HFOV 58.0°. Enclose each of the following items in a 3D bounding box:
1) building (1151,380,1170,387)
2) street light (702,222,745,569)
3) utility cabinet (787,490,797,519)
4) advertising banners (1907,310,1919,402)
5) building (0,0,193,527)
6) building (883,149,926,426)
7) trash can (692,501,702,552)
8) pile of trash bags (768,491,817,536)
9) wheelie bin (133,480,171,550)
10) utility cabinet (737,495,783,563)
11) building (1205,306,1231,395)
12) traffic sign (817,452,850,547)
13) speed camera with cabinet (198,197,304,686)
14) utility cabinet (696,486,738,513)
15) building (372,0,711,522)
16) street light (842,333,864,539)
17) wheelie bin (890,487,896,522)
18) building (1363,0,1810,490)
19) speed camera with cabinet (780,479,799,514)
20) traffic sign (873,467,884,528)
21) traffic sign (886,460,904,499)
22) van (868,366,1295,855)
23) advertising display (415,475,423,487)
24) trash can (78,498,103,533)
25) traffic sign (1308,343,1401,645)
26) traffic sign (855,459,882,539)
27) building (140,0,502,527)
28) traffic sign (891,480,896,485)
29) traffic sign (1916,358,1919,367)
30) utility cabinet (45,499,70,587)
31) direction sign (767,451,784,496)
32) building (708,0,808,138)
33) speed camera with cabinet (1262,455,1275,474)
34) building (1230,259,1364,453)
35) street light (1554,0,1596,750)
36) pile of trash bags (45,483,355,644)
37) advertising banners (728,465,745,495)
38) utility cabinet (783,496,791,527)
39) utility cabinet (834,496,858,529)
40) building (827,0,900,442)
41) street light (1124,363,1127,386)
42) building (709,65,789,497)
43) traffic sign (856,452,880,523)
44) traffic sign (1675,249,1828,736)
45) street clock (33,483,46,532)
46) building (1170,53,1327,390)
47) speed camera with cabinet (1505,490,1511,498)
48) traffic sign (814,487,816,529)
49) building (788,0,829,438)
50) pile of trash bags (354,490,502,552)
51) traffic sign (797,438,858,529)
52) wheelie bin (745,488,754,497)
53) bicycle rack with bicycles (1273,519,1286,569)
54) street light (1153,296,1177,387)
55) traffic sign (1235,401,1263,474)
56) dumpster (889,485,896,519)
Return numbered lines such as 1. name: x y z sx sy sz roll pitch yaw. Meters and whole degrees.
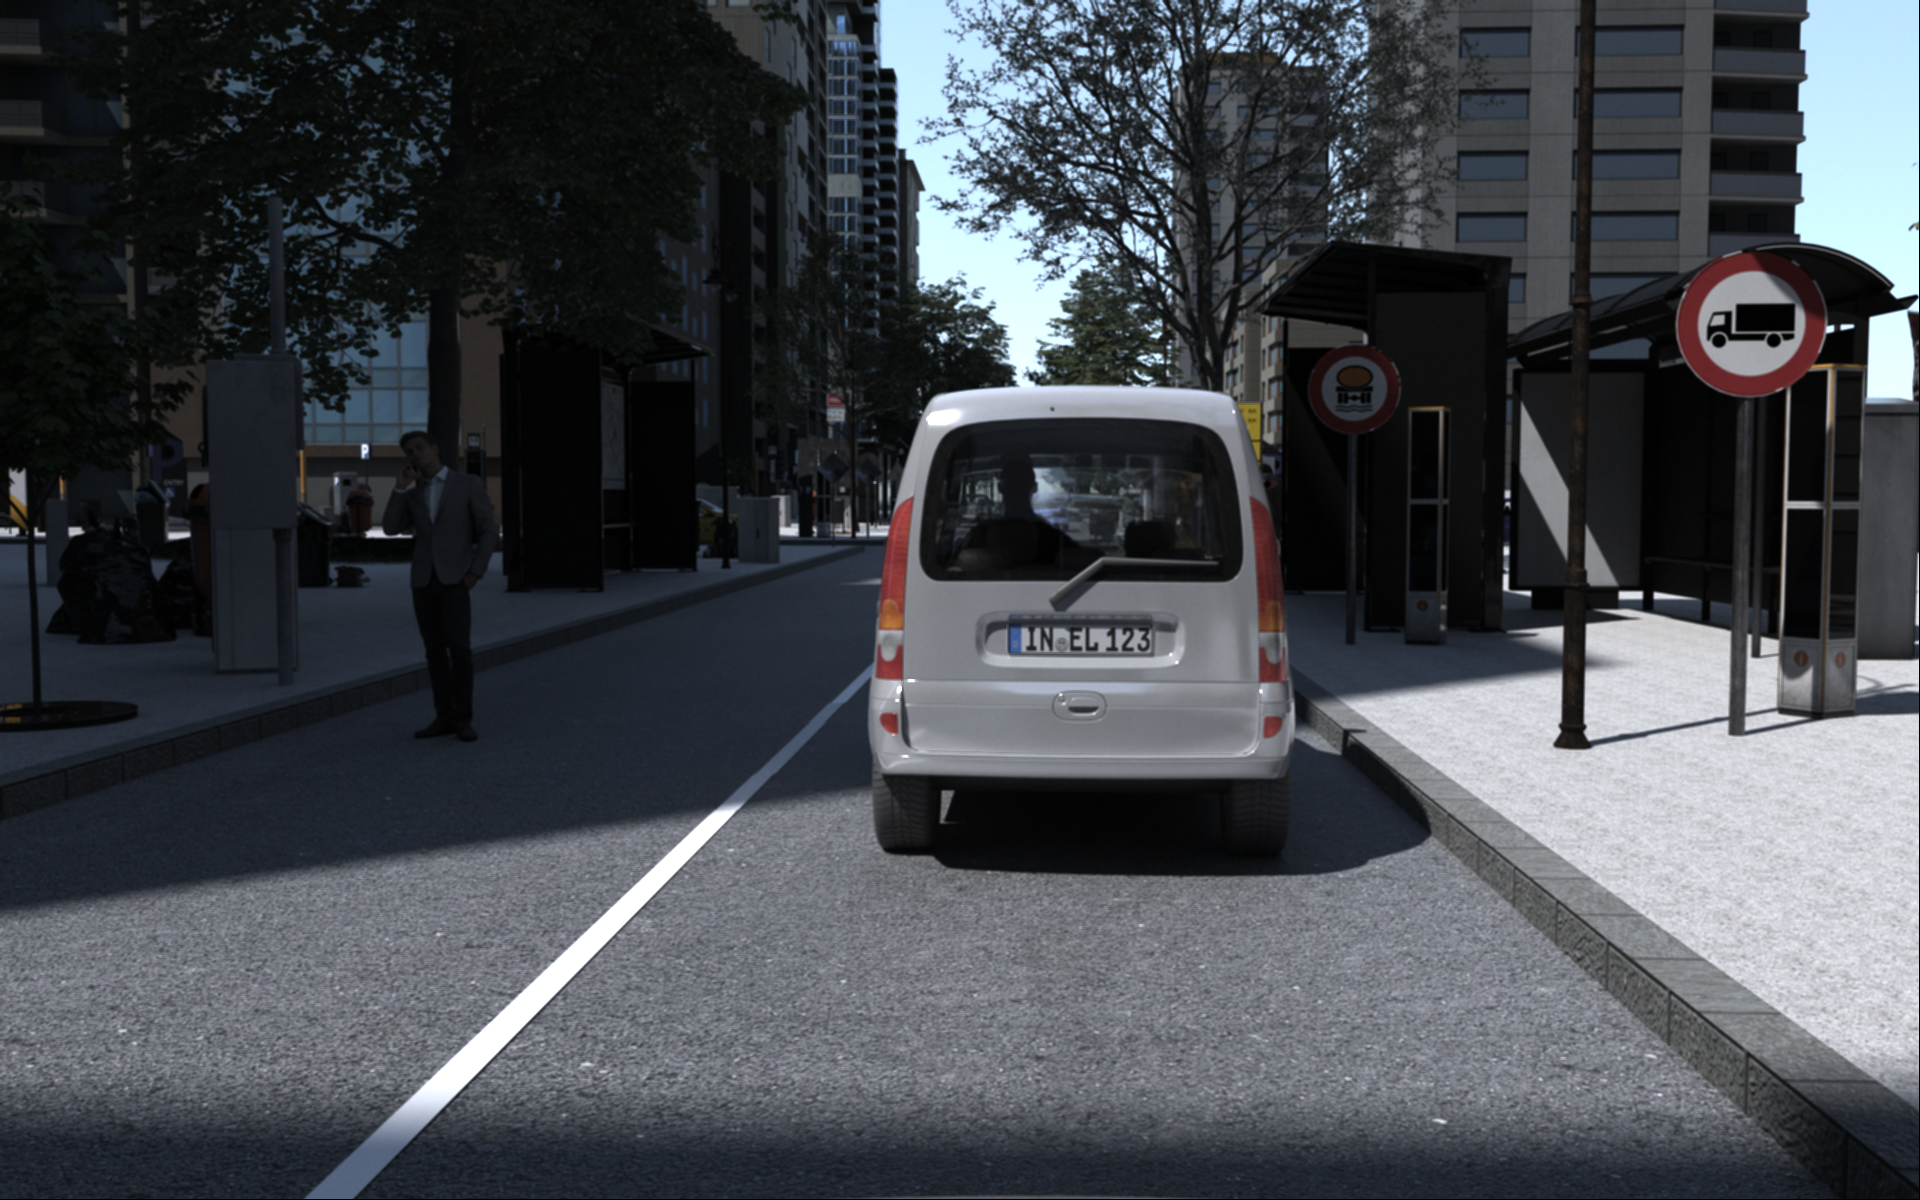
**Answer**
1. building: 43.821 -25.856 267.782 27.650 21.520 28.899 0 4 3
2. street light: -4.041 -3.483 29.738 0.468 5.910 1.993 0 4 3
3. utility cabinet: -8.904 -4.929 89.275 1.173 1.500 0.318 3 5 44
4. advertising banners: 9.857 -1.284 17.187 2.074 3.025 0.090 -3 4 -36
5. building: -45.126 -25.627 73.629 28.867 44.769 22.147 0 4 3
6. building: -20.400 -41.508 267.886 28.713 52.752 27.495 0 4 3
7. trash can: -5.860 -1.544 36.904 0.748 1.137 0.748 0 3 0
8. pile of trash bags: -5.952 -2.643 52.972 3.447 1.369 1.912 1 4 9
9. wheelie bin: -18.166 -1.897 38.932 0.693 1.594 0.980 -1 4 -15
10. utility cabinet: -3.776 -1.300 32.421 0.306 1.237 1.020 -3 5 -40
11. building: 38.971 -19.894 170.305 27.650 21.520 28.899 0 4 3
12. traffic sign: -3.044 -2.325 41.655 0.795 2.450 0.064 0 4 3
13. speed camera with cabinet: -5.005 -1.094 12.222 0.660 3.252 2.038 -1 4 -22
14. utility cabinet: -7.058 -2.545 50.288 1.173 1.500 0.318 -2 4 -27
15. building: -21.917 -27.168 94.303 14.600 45.320 14.200 0 4 3
16. street light: -3.070 -4.712 49.823 0.468 5.910 1.993 0 4 3
17. wheelie bin: -2.895 -4.381 79.533 0.980 1.594 0.693 0 4 1
18. building: 34.081 -34.040 98.559 21.231 58.520 28.212 0 4 3
19. speed camera with cabinet: -10.769 -7.089 110.245 2.038 3.252 0.660 3 5 43
20. traffic sign: -3.147 -3.822 64.621 0.606 2.300 0.079 0 4 4
21. traffic sign: -2.401 -4.048 66.182 0.884 2.594 0.081 1 4 12
22. van: 0.579 -0.078 8.286 2.013 2.044 4.112 0 4 4
23. advertising display: -17.801 -3.200 57.538 0.123 1.923 0.974 1 4 8
24. trash can: -28.933 -2.816 57.691 0.748 1.137 0.748 0 3 0
25. traffic sign: 3.337 -0.894 14.726 0.768 2.556 0.104 1 4 8
26. traffic sign: -2.633 -2.813 49.630 0.795 2.450 0.064 0 4 3
27. building: -23.692 -25.816 72.206 14.600 45.320 14.200 0 4 3
28. traffic sign: -2.898 -4.683 78.694 0.606 2.300 0.079 1 4 13
29. traffic sign: 4.429 -0.441 7.209 0.884 2.594 0.081 1 4 9
30. utility cabinet: -12.743 -0.814 24.464 0.306 1.237 1.020 -2 4 -28
31. direction sign: -9.633 -6.033 90.637 0.876 3.537 0.379 -1 4 -19
32. building: -26.957 -33.626 139.025 28.713 52.752 27.495 0 4 3
33. speed camera with cabinet: 6.428 -2.838 40.739 2.038 3.252 0.660 -2 4 -28
34. building: 37.781 -18.131 141.483 27.650 21.520 28.899 0 4 3
35. street light: 3.104 -2.191 8.603 0.468 5.910 1.993 0 4 3
36. pile of trash bags: -6.892 -0.346 15.403 1.912 1.369 3.447 -2 4 -35
37. advertising banners: -13.094 -6.571 103.616 2.074 3.025 0.090 1 4 8
38. utility cabinet: -6.927 -3.413 66.966 0.306 1.237 1.020 -3 4 -38
39. utility cabinet: -4.202 -3.217 63.757 1.020 1.237 0.306 3 5 42
40. building: -18.613 -56.532 236.964 22.319 86.520 31.000 0 4 3
41. street light: 5.815 -5.399 61.055 0.468 5.910 1.993 0 4 3
42. building: -19.574 -21.106 116.777 14.160 30.474 14.107 0 4 3
43. traffic sign: -2.826 -3.236 53.012 0.768 2.556 0.104 1 4 10
44. traffic sign: 4.133 -0.552 9.137 0.768 2.556 0.104 0 4 5
45. street clock: -33.059 -3.529 62.270 0.471 2.002 0.358 1 4 13
46. building: 39.613 -42.589 238.329 21.231 58.520 28.212 0 4 3
47. speed camera with cabinet: 23.765 -5.060 77.062 2.038 3.252 0.660 0 4 2
48. traffic sign: -5.373 -3.926 64.199 0.884 2.594 0.081 1 4 8
49. building: -20.975 -44.291 162.403 20.563 71.187 20.611 0 4 3
50. pile of trash bags: -11.921 -1.767 38.636 3.447 1.369 1.912 0 4 -8
51. traffic sign: -4.828 -4.234 63.098 2.265 3.308 0.079 1 4 10
52. wheelie bin: -11.547 -5.372 95.737 0.693 1.594 0.980 -1 4 -16
53. bicycle rack with bicycles: 5.069 -0.664 24.242 2.925 0.926 2.852 -2 4 -23
54. street light: 4.764 -4.130 40.317 0.468 5.910 1.993 0 4 3
55. traffic sign: 5.504 -2.706 38.114 2.265 3.308 0.079 0 4 7
56. dumpster: -3.173 -5.199 90.766 1.264 1.857 1.865 0 4 3
